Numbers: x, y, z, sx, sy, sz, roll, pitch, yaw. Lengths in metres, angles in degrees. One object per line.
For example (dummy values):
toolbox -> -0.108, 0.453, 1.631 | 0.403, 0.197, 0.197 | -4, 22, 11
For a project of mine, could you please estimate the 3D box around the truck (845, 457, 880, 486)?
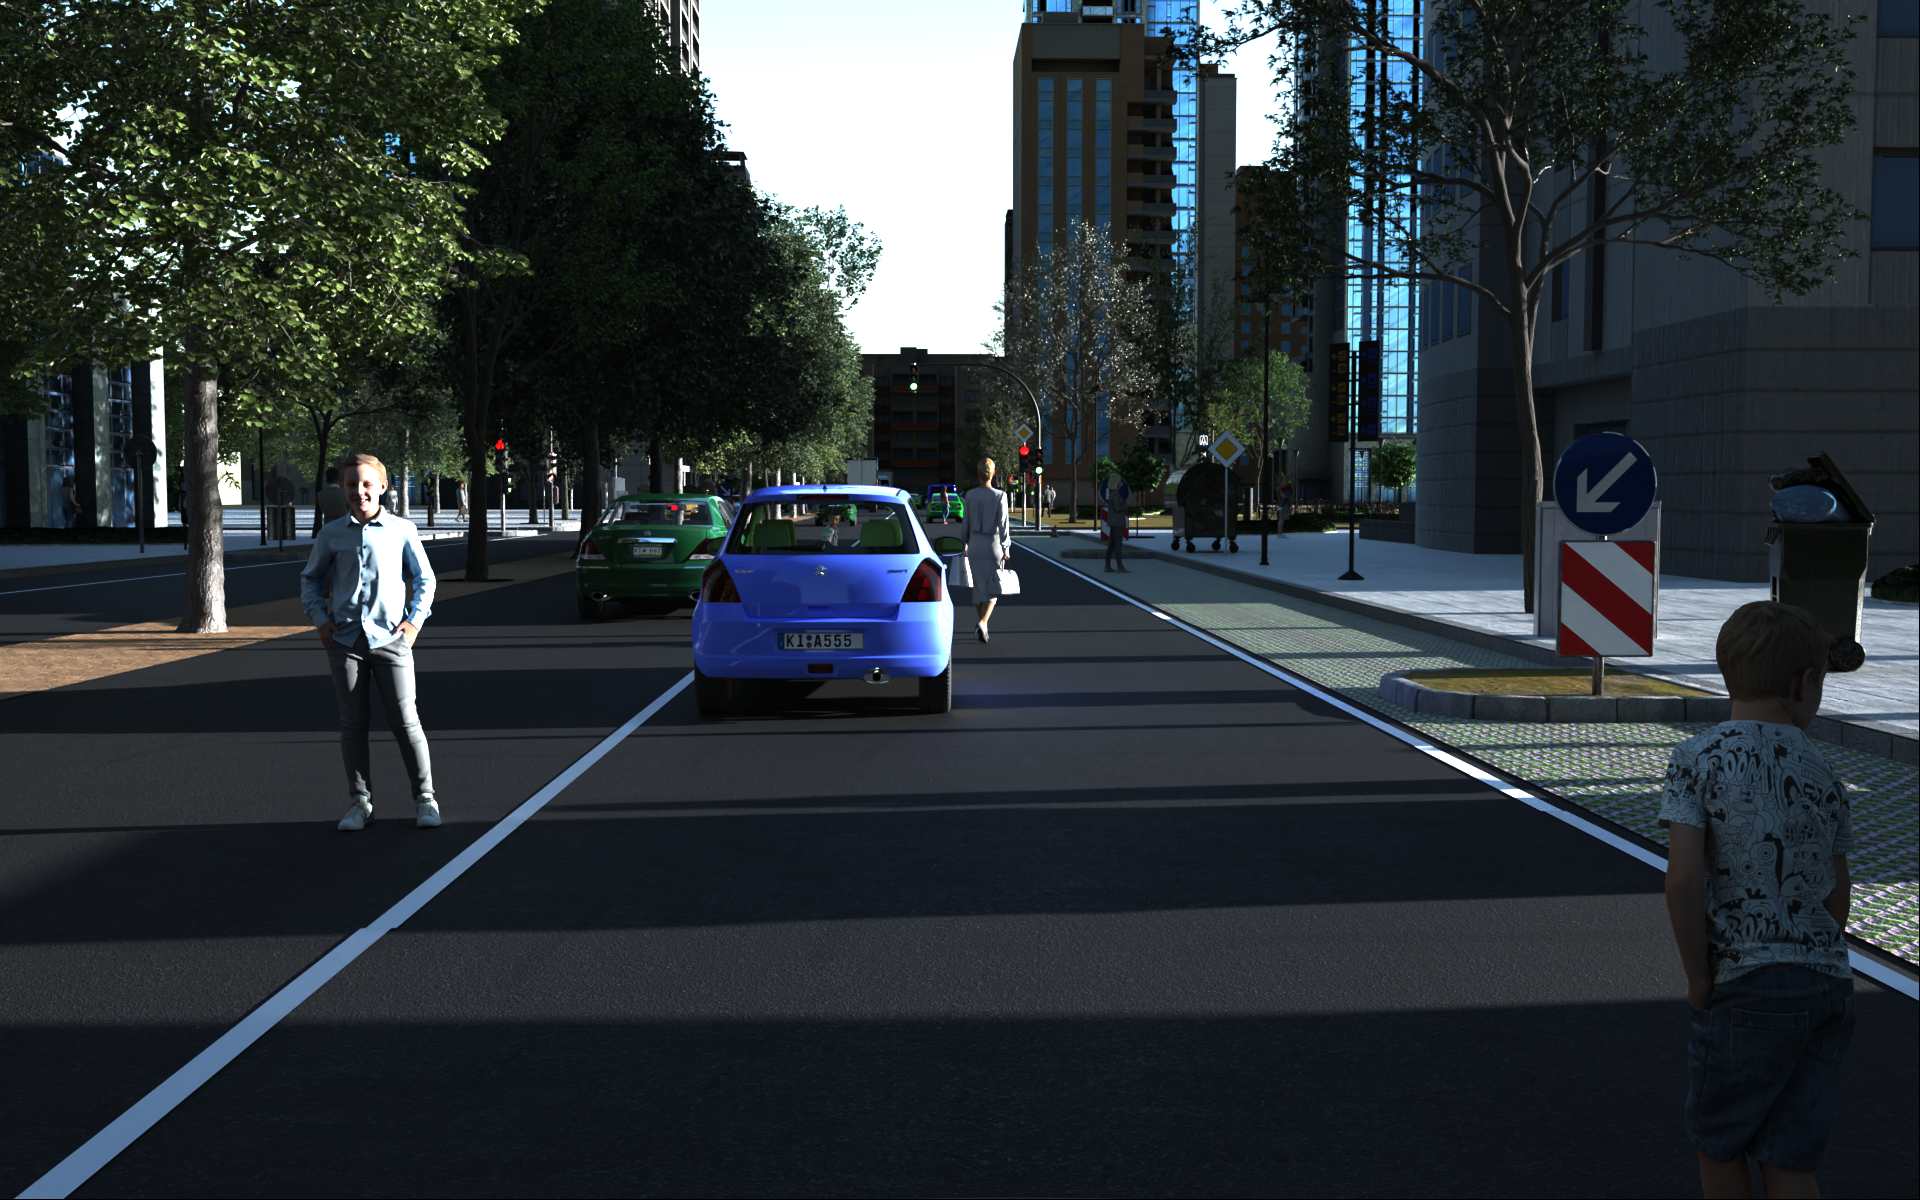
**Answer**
truck -> -7.738, -9.075, 137.290 | 2.839, 4.237, 11.283 | 0, 4, -3

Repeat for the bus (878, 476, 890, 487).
bus -> -8.707, -11.465, 182.309 | 2.948, 3.499, 13.247 | 0, 4, -3

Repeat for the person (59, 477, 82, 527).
person -> -24.443, -2.496, 47.447 | 0.593, 1.750, 0.643 | 1, 4, 21

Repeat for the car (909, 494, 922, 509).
car -> -4.564, -9.456, 163.393 | 1.959, 1.807, 4.718 | 0, 4, -3

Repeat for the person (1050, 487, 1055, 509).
person -> 7.076, -7.865, 134.736 | 0.679, 1.850, 0.850 | 1, 4, 22

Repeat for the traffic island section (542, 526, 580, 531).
traffic island section -> -16.089, -2.806, 68.166 | 2.009, 0.180, 2.903 | 0, 4, -1

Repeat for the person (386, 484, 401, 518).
person -> -25.706, -4.390, 78.575 | 0.760, 1.731, 0.466 | 1, 4, 12

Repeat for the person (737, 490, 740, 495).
person -> -21.427, -9.901, 168.719 | 0.721, 1.735, 1.217 | 0, 4, -1

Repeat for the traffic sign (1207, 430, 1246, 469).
traffic sign -> 5.463, -2.181, 35.397 | 0.795, 2.593, 0.064 | 0, 4, 7

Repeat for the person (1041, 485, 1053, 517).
person -> 4.750, -5.460, 95.705 | 0.661, 1.777, 0.834 | -2, 4, -30

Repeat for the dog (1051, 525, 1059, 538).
dog -> 3.182, -2.245, 56.903 | 0.550, 0.427, 0.748 | 3, 5, 40

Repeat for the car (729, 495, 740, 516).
car -> -12.918, -5.545, 102.668 | 2.014, 1.417, 4.499 | 0, 4, -3

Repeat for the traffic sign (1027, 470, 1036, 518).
traffic sign -> 3.942, -5.654, 92.555 | 0.768, 2.556, 0.104 | 0, 4, 1

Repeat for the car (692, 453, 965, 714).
car -> -0.921, -0.184, 12.603 | 1.945, 1.707, 3.694 | 0, 4, -2

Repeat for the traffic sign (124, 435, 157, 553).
traffic sign -> -17.774, -2.291, 37.564 | 0.768, 2.556, 0.104 | 0, 4, 7

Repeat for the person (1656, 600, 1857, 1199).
person -> 1.324, 0.628, 2.916 | 0.332, 1.250, 0.352 | 2, 4, 27

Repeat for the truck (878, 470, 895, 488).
truck -> -9.101, -13.143, 203.805 | 2.839, 4.237, 11.283 | 0, 4, -2

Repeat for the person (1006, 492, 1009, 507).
person -> 4.445, -9.861, 167.713 | 0.683, 1.767, 0.568 | 0, 4, -3

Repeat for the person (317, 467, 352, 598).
person -> -8.535, -0.923, 23.780 | 0.511, 1.800, 0.466 | 0, 4, -7

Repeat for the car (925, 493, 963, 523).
car -> -0.777, -4.780, 86.946 | 1.959, 1.807, 4.718 | 0, 4, -3

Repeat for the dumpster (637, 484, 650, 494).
dumpster -> -18.976, -6.090, 105.326 | 1.264, 1.857, 1.865 | 0, 4, -1

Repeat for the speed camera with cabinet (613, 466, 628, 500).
speed camera with cabinet -> -18.653, -6.170, 95.208 | 0.660, 3.252, 2.038 | -1, 4, -17

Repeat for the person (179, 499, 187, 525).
person -> -23.834, -2.780, 53.313 | 0.589, 1.601, 0.330 | 2, 4, 27

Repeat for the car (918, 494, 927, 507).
car -> -4.483, -11.140, 191.932 | 2.009, 1.686, 4.222 | 0, 4, -3

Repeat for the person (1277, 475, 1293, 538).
person -> 9.459, -2.726, 50.586 | 0.573, 1.828, 0.580 | -3, 4, -39

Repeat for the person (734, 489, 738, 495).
person -> -22.840, -10.381, 175.913 | 1.348, 1.807, 0.705 | 1, 4, 12

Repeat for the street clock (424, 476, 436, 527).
street clock -> -20.706, -3.862, 67.707 | 0.471, 2.002, 0.358 | 3, 5, 44

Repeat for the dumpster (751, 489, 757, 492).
dumpster -> -18.083, -9.071, 156.522 | 1.865, 1.857, 1.264 | 0, 4, -3

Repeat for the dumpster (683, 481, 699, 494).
dumpster -> -19.596, -7.562, 126.135 | 1.502, 2.255, 1.985 | 0, 4, -1

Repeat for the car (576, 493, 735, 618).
car -> -3.542, -0.589, 21.425 | 2.131, 1.459, 4.920 | 0, 4, -2

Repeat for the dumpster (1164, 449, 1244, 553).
dumpster -> 5.404, -2.196, 38.401 | 1.502, 2.255, 1.985 | 0, 4, -2

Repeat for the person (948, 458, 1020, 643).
person -> 0.206, -0.486, 16.797 | 0.694, 1.780, 0.624 | 2, 4, 35

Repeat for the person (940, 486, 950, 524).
person -> -0.713, -4.570, 83.237 | 0.555, 1.821, 0.388 | 3, 4, 38

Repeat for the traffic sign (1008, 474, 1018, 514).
traffic sign -> 3.506, -6.846, 112.039 | 0.768, 2.556, 0.104 | 0, 4, 1

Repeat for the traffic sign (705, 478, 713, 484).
traffic sign -> -20.155, -8.483, 138.801 | 0.768, 2.556, 0.104 | 0, 4, 7

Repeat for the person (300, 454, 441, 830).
person -> -2.543, 0.174, 7.459 | 0.589, 1.601, 0.330 | 0, 4, -4

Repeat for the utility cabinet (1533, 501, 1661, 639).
utility cabinet -> 5.711, -0.269, 15.558 | 1.020, 1.237, 0.306 | 1, 4, 10

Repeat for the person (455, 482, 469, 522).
person -> -22.625, -4.438, 78.712 | 0.767, 1.812, 0.694 | -2, 4, -35

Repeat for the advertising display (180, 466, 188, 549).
advertising display -> -17.581, -2.118, 39.842 | 0.974, 1.923, 0.123 | 2, 4, 32

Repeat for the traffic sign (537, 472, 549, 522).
traffic sign -> -18.872, -4.677, 78.595 | 0.606, 2.300, 0.079 | 0, 4, 4

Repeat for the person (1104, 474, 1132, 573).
person -> 2.891, -1.395, 31.495 | 0.526, 1.800, 0.537 | 1, 4, 11
